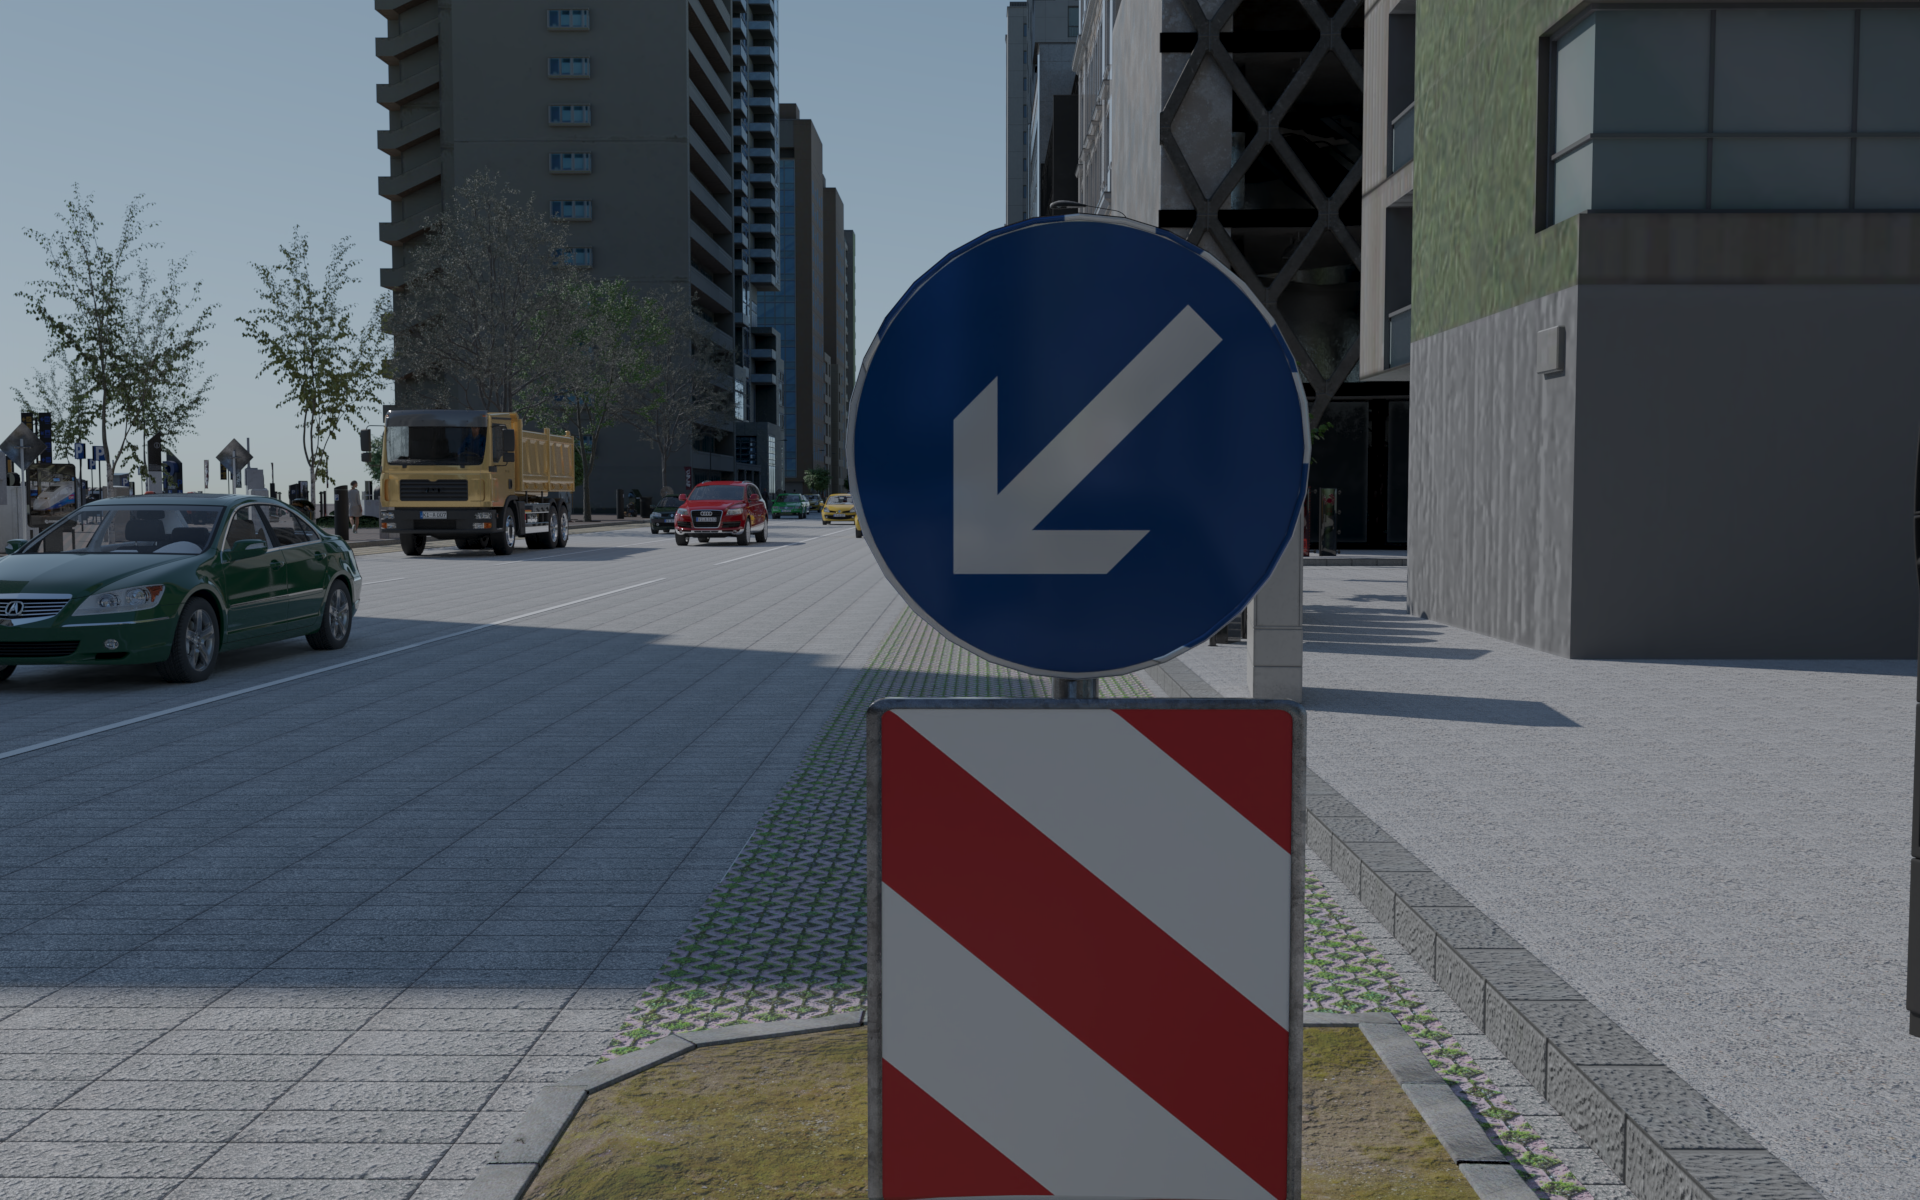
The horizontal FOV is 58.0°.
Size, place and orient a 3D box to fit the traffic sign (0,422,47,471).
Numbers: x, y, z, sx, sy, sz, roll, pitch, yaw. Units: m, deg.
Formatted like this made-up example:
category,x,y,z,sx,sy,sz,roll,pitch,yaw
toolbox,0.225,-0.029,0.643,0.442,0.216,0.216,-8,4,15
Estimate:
category,x,y,z,sx,sy,sz,roll,pitch,yaw
traffic sign,-15.231,-1.589,28.169,0.795,2.593,0.064,0,4,1

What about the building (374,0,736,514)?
category,x,y,z,sx,sy,sz,roll,pitch,yaw
building,-28.001,-30.448,121.525,21.300,48.544,21.600,0,4,1

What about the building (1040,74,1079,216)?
category,x,y,z,sx,sy,sz,roll,pitch,yaw
building,10.288,-15.510,83.272,12.332,23.373,15.834,0,4,1

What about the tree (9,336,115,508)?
category,x,y,z,sx,sy,sz,roll,pitch,yaw
tree,-40.233,-7.835,78.468,4.737,8.622,4.395,0,3,0

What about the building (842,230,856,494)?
category,x,y,z,sx,sy,sz,roll,pitch,yaw
building,-23.153,-35.289,260.568,14.154,41.232,14.086,0,4,1

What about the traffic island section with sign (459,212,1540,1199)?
category,x,y,z,sx,sy,sz,roll,pitch,yaw
traffic island section with sign,0.074,0.329,3.254,1.989,1.847,2.006,0,4,1

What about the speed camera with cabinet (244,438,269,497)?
category,x,y,z,sx,sy,sz,roll,pitch,yaw
speed camera with cabinet,-24.434,-4.028,60.187,0.660,3.252,2.038,-2,4,-28

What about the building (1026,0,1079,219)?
category,x,y,z,sx,sy,sz,roll,pitch,yaw
building,19.195,-33.829,142.342,28.713,52.752,27.495,0,4,1

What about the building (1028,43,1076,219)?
category,x,y,z,sx,sy,sz,roll,pitch,yaw
building,10.262,-17.312,101.080,12.078,24.808,19.932,0,4,1

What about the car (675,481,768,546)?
category,x,y,z,sx,sy,sz,roll,pitch,yaw
car,-6.801,-2.513,49.761,2.281,1.827,5.304,0,4,2

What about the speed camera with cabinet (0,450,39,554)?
category,x,y,z,sx,sy,sz,roll,pitch,yaw
speed camera with cabinet,-20.385,-2.599,36.832,0.660,3.252,2.038,0,4,-3

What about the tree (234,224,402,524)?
category,x,y,z,sx,sy,sz,roll,pitch,yaw
tree,-17.914,-5.998,48.432,4.737,8.622,4.395,0,3,0

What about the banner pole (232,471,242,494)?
category,x,y,z,sx,sy,sz,roll,pitch,yaw
banner pole,-36.836,-6.002,88.143,0.863,3.779,0.401,2,4,26

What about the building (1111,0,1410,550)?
category,x,y,z,sx,sy,sz,roll,pitch,yaw
building,12.885,-10.823,44.405,16.811,18.784,16.820,0,4,1

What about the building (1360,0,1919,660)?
category,x,y,z,sx,sy,sz,roll,pitch,yaw
building,11.825,-20.510,18.931,14.154,41.232,14.086,0,4,1

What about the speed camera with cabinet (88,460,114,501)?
category,x,y,z,sx,sy,sz,roll,pitch,yaw
speed camera with cabinet,-49.137,-6.419,99.291,0.660,3.252,2.038,3,5,42

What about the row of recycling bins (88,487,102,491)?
category,x,y,z,sx,sy,sz,roll,pitch,yaw
row of recycling bins,-51.500,-5.843,102.651,3.534,1.692,1.069,3,4,36

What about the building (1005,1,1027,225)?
category,x,y,z,sx,sy,sz,roll,pitch,yaw
building,16.040,-40.890,210.544,21.231,58.520,28.212,0,4,1

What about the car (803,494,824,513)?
category,x,y,z,sx,sy,sz,roll,pitch,yaw
car,-11.537,-7.571,134.017,2.015,1.641,3.980,0,4,1

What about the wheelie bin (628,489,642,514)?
category,x,y,z,sx,sy,sz,roll,pitch,yaw
wheelie bin,-20.938,-6.335,111.485,0.693,1.594,0.980,2,4,31

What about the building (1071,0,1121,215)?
category,x,y,z,sx,sy,sz,roll,pitch,yaw
building,11.162,-17.074,65.059,13.634,28.700,20.117,0,4,1

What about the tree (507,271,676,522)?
category,x,y,z,sx,sy,sz,roll,pitch,yaw
tree,-17.072,-9.404,79.504,9.928,11.665,9.643,0,3,0

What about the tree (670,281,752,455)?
category,x,y,z,sx,sy,sz,roll,pitch,yaw
tree,-17.099,-11.607,100.148,12.009,13.543,11.850,0,3,0

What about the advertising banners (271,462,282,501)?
category,x,y,z,sx,sy,sz,roll,pitch,yaw
advertising banners,-38.155,-6.144,96.639,0.090,3.025,2.074,0,4,-7

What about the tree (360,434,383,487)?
category,x,y,z,sx,sy,sz,roll,pitch,yaw
tree,-26.699,-6.018,82.110,4.285,4.588,4.351,0,3,0

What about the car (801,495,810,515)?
category,x,y,z,sx,sy,sz,roll,pitch,yaw
car,-11.465,-6.570,119.787,2.083,1.381,4.827,0,4,1

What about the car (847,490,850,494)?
category,x,y,z,sx,sy,sz,roll,pitch,yaw
car,-9.469,-9.112,157.649,2.281,1.827,5.304,0,4,2

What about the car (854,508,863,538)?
category,x,y,z,sx,sy,sz,roll,pitch,yaw
car,-2.570,-2.911,57.825,2.015,1.641,3.980,0,3,0

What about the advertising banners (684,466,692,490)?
category,x,y,z,sx,sy,sz,roll,pitch,yaw
advertising banners,-16.585,-6.968,110.119,2.074,3.025,0.090,-2,4,-32

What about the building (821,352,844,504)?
category,x,y,z,sx,sy,sz,roll,pitch,yaw
building,-30.077,-23.244,225.081,27.650,21.520,28.899,0,4,1

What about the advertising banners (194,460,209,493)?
category,x,y,z,sx,sy,sz,roll,pitch,yaw
advertising banners,-38.879,-5.651,88.575,2.074,3.025,0.090,3,5,40

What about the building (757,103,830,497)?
category,x,y,z,sx,sy,sz,roll,pitch,yaw
building,-23.516,-33.802,202.769,14.600,45.320,14.200,0,4,1

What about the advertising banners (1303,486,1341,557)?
category,x,y,z,sx,sy,sz,roll,pitch,yaw
advertising banners,6.987,-2.396,35.369,2.074,3.025,0.090,-2,4,-31

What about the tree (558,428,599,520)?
category,x,y,z,sx,sy,sz,roll,pitch,yaw
tree,-19.603,-6.243,85.794,4.285,4.588,4.351,0,3,0

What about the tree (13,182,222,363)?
category,x,y,z,sx,sy,sz,roll,pitch,yaw
tree,-20.399,-5.601,41.931,4.360,8.622,3.978,0,3,0

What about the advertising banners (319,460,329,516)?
category,x,y,z,sx,sy,sz,roll,pitch,yaw
advertising banners,-29.712,-5.185,80.963,0.090,3.025,2.074,-1,4,-8

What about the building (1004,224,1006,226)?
category,x,y,z,sx,sy,sz,roll,pitch,yaw
building,13.615,-35.448,263.170,14.154,41.232,14.086,0,4,1

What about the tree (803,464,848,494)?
category,x,y,z,sx,sy,sz,roll,pitch,yaw
tree,-15.408,-12.531,188.591,4.285,4.588,4.351,0,3,0

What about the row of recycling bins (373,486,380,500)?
category,x,y,z,sx,sy,sz,roll,pitch,yaw
row of recycling bins,-28.114,-4.901,87.239,1.069,1.692,3.534,1,4,22

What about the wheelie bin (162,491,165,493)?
category,x,y,z,sx,sy,sz,roll,pitch,yaw
wheelie bin,-43.974,-5.329,95.031,0.693,1.594,0.980,1,4,15

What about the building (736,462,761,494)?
category,x,y,z,sx,sy,sz,roll,pitch,yaw
building,-27.313,-43.038,141.928,20.563,71.187,20.611,0,4,1

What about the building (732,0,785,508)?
category,x,y,z,sx,sy,sz,roll,pitch,yaw
building,-28.164,-52.322,168.131,22.319,86.520,31.000,0,4,1

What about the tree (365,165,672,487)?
category,x,y,z,sx,sy,sz,roll,pitch,yaw
tree,-17.476,-9.504,65.765,12.009,13.543,11.850,0,3,0

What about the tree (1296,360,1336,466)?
category,x,y,z,sx,sy,sz,roll,pitch,yaw
tree,3.801,-1.696,22.333,1.663,3.219,1.824,0,3,0

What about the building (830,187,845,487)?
category,x,y,z,sx,sy,sz,roll,pitch,yaw
building,-23.864,-36.447,246.026,14.600,45.320,14.200,0,4,1

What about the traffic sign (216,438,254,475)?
category,x,y,z,sx,sy,sz,roll,pitch,yaw
traffic sign,-15.139,-2.077,36.154,0.795,2.593,0.064,0,4,1

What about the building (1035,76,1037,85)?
category,x,y,z,sx,sy,sz,roll,pitch,yaw
building,12.112,-21.417,121.871,14.160,30.474,14.107,0,4,1
